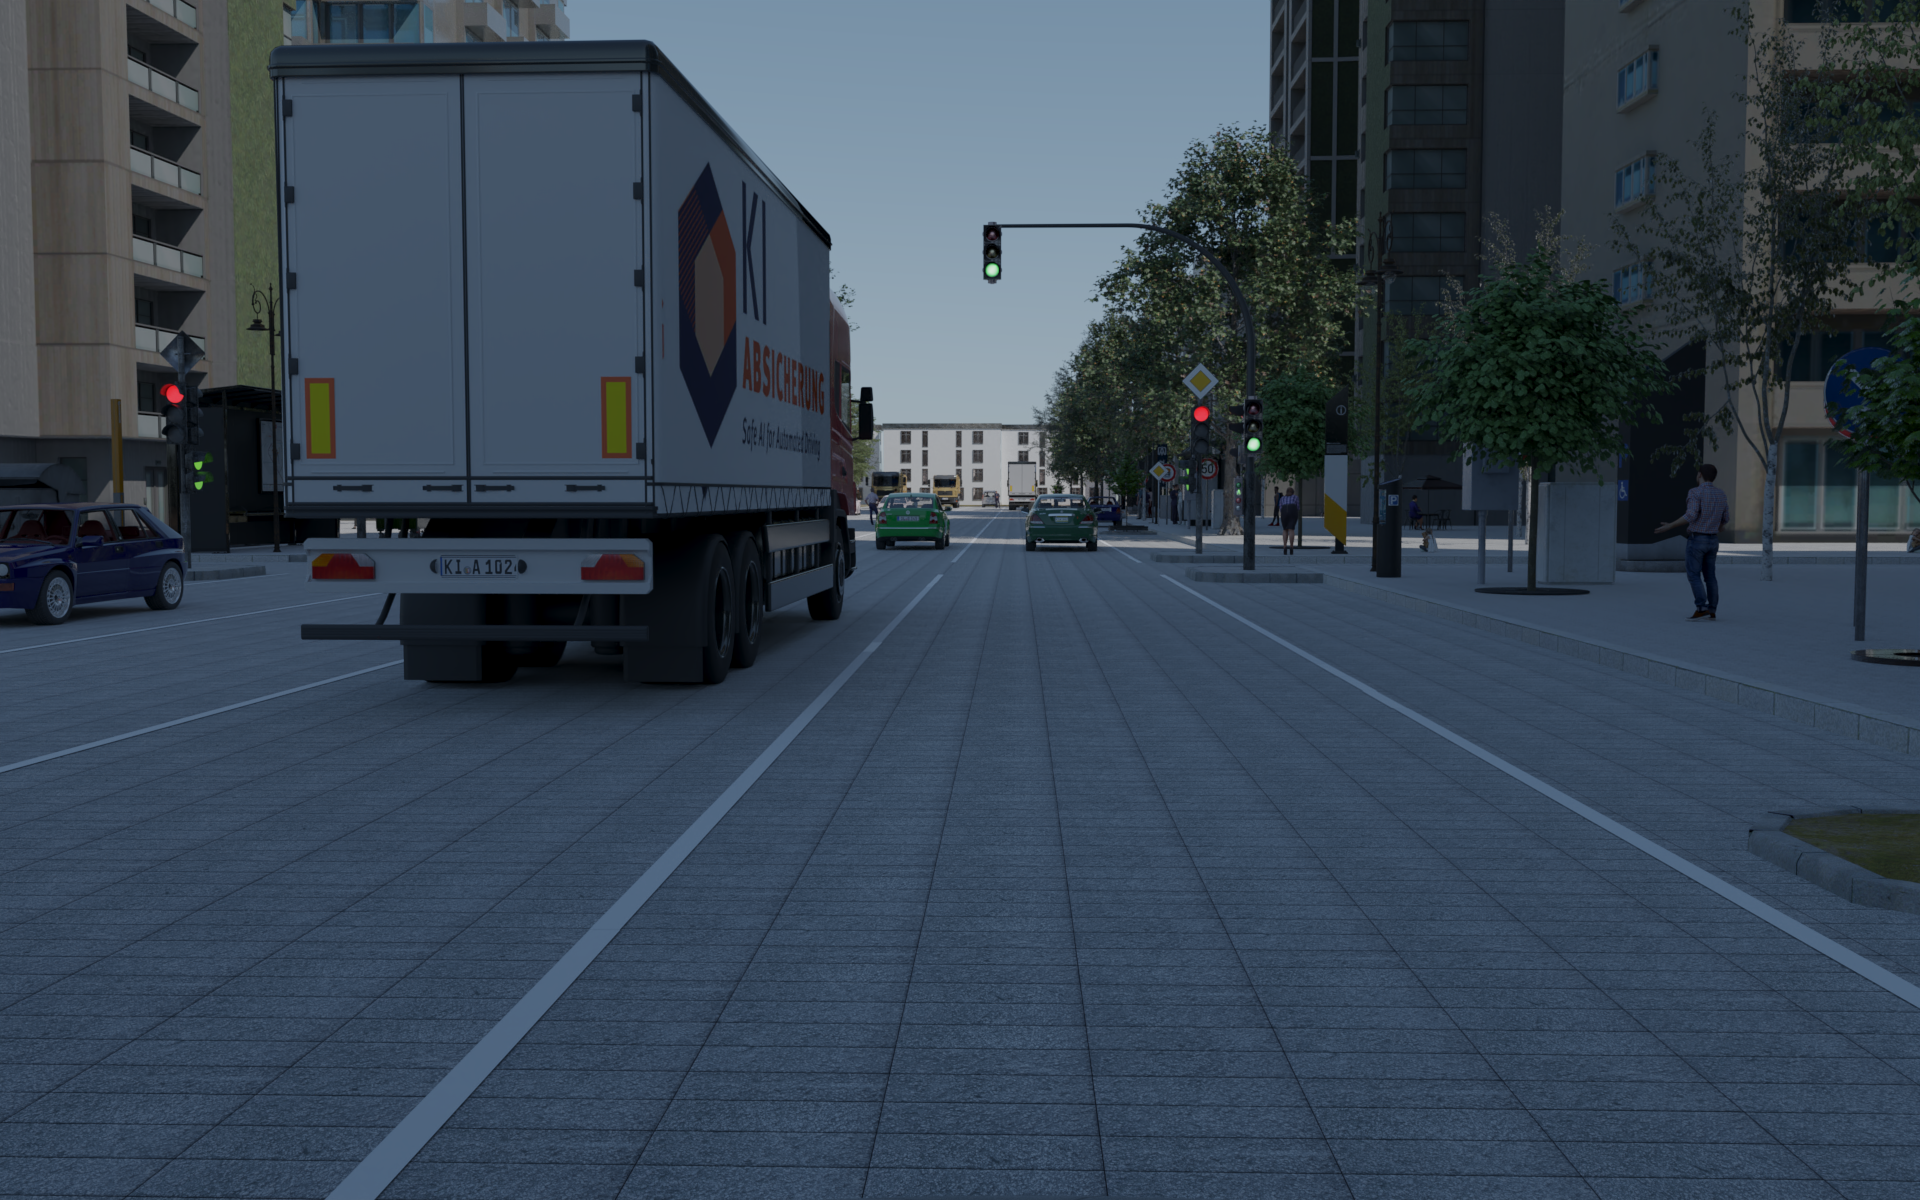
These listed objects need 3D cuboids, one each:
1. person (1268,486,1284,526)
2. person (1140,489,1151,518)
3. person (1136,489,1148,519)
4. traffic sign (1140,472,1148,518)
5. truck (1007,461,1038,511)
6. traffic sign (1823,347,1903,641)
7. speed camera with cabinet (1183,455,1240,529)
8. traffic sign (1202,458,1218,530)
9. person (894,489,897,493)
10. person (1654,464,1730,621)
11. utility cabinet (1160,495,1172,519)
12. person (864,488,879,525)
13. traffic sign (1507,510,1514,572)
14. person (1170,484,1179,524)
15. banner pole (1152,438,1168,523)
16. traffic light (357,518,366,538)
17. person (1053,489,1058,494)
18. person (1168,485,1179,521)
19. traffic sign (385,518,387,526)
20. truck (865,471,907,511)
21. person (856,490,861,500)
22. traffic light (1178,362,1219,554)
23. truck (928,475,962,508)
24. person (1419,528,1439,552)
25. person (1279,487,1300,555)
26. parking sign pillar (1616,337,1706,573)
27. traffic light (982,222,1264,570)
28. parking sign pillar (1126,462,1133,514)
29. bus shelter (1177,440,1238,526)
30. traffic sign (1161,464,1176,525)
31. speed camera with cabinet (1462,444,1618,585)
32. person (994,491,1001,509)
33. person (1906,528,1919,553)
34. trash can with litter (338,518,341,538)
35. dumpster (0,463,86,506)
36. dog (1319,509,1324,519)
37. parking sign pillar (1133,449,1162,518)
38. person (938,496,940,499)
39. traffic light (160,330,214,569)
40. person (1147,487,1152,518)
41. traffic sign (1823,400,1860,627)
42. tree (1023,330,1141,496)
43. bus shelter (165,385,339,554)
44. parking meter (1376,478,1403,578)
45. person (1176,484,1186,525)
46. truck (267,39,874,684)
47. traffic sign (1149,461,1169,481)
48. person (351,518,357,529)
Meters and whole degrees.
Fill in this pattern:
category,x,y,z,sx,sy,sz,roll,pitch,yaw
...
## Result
category,x,y,z,sx,sy,sz,roll,pitch,yaw
person,12.685,-3.765,69.476,0.662,1.594,0.647,1,4,9
person,9.245,-4.806,86.822,0.569,1.553,0.471,1,4,22
person,9.190,-4.979,87.581,0.434,1.807,0.598,-3,5,-42
traffic sign,9.512,-5.555,90.932,0.768,2.556,0.104,0,4,5
truck,5.533,-10.101,154.068,2.839,4.237,11.283,0,4,2
traffic sign,7.871,-0.916,15.075,0.768,2.556,0.104,0,4,5
speed camera with cabinet,9.163,-4.205,63.092,2.038,3.252,0.660,0,4,1
traffic sign,8.710,-3.727,61.043,0.768,2.556,0.104,0,4,3
person,-4.405,-6.767,119.239,1.348,1.812,0.705,1,4,19
person,7.521,-0.583,17.541,0.963,1.587,0.435,-2,4,-29
utility cabinet,10.928,-4.828,90.105,1.020,1.237,0.306,0,4,3
person,-4.022,-4.336,80.326,0.756,1.711,0.436,2,4,34
traffic sign,9.039,-1.730,28.385,0.768,2.556,0.104,0,4,4
person,9.131,-4.061,73.363,0.541,1.710,0.530,-1,4,-22
banner pole,8.712,-5.264,76.089,0.863,3.779,0.401,0,4,-1
traffic light,-10.958,-3.855,37.691,4.771,5.953,1.251,0,4,2
person,7.171,-7.361,128.996,1.348,1.807,0.705,-3,4,-37
person,10.083,-4.567,81.519,0.445,1.727,0.742,2,4,28
traffic sign,-15.545,-3.181,45.875,2.265,3.308,0.079,0,4,4
truck,-6.190,-9.462,150.628,3.469,3.379,9.791,0,4,2
person,-10.600,-10.527,178.881,0.721,1.735,1.217,-3,5,-42
traffic light,5.120,-2.949,37.142,0.839,4.253,0.868,0,4,2
truck,-1.398,-11.095,177.322,3.469,3.379,9.791,0,4,1
person,10.369,-1.328,38.239,0.381,0.543,0.357,-3,5,-40
person,6.947,-1.669,36.569,0.421,1.427,0.697,1,4,13
parking sign pillar,11.660,-2.468,28.831,1.447,3.967,1.447,0,4,-7
traffic light,2.763,-3.329,29.089,4.771,5.953,1.251,0,4,2
parking sign pillar,11.182,-7.536,111.689,1.447,3.967,1.447,2,4,30
bus shelter,9.604,-4.455,66.762,2.014,3.302,5.546,0,4,2
traffic sign,8.667,-4.429,72.517,0.768,2.556,0.104,1,4,12
speed camera with cabinet,8.268,-1.858,24.718,2.038,3.252,0.660,0,4,3
person,3.697,-9.931,171.324,0.683,1.767,0.568,0,4,8
person,20.787,-1.294,37.675,0.357,0.543,0.381,2,4,32
trash can with litter,-16.352,-2.045,44.824,0.624,1.170,1.055,0,4,3
dumpster,-13.420,-0.981,24.247,1.865,1.857,1.264,0,4,4
dog,18.921,-4.467,89.870,0.540,0.507,0.406,0,4,8
parking sign pillar,10.433,-6.520,95.068,1.447,3.967,1.447,0,4,-1
person,-1.081,-3.817,74.822,0.435,1.345,0.340,0,4,8
traffic light,-13.316,-2.497,29.745,0.839,4.253,0.868,0,4,2
person,10.060,-5.181,92.212,0.517,1.644,0.566,1,4,14
traffic sign,8.699,-1.015,16.700,0.768,2.556,0.104,1,4,11
tree,10.210,-13.100,124.559,12.009,13.543,11.850,0,3,0
bus shelter,-16.181,-3.000,40.328,1.731,3.624,6.357,0,4,2
parking meter,6.614,-1.117,26.672,0.372,1.533,0.369,0,3,0
person,9.165,-3.945,71.270,0.376,1.734,0.841,-2,4,-28
truck,-2.736,-1.680,16.380,2.839,4.237,11.283,0,4,4
traffic sign,7.975,-4.258,69.358,0.795,2.593,0.064,0,4,7
person,-22.030,-3.269,63.395,0.435,1.345,0.340,-3,5,-42
